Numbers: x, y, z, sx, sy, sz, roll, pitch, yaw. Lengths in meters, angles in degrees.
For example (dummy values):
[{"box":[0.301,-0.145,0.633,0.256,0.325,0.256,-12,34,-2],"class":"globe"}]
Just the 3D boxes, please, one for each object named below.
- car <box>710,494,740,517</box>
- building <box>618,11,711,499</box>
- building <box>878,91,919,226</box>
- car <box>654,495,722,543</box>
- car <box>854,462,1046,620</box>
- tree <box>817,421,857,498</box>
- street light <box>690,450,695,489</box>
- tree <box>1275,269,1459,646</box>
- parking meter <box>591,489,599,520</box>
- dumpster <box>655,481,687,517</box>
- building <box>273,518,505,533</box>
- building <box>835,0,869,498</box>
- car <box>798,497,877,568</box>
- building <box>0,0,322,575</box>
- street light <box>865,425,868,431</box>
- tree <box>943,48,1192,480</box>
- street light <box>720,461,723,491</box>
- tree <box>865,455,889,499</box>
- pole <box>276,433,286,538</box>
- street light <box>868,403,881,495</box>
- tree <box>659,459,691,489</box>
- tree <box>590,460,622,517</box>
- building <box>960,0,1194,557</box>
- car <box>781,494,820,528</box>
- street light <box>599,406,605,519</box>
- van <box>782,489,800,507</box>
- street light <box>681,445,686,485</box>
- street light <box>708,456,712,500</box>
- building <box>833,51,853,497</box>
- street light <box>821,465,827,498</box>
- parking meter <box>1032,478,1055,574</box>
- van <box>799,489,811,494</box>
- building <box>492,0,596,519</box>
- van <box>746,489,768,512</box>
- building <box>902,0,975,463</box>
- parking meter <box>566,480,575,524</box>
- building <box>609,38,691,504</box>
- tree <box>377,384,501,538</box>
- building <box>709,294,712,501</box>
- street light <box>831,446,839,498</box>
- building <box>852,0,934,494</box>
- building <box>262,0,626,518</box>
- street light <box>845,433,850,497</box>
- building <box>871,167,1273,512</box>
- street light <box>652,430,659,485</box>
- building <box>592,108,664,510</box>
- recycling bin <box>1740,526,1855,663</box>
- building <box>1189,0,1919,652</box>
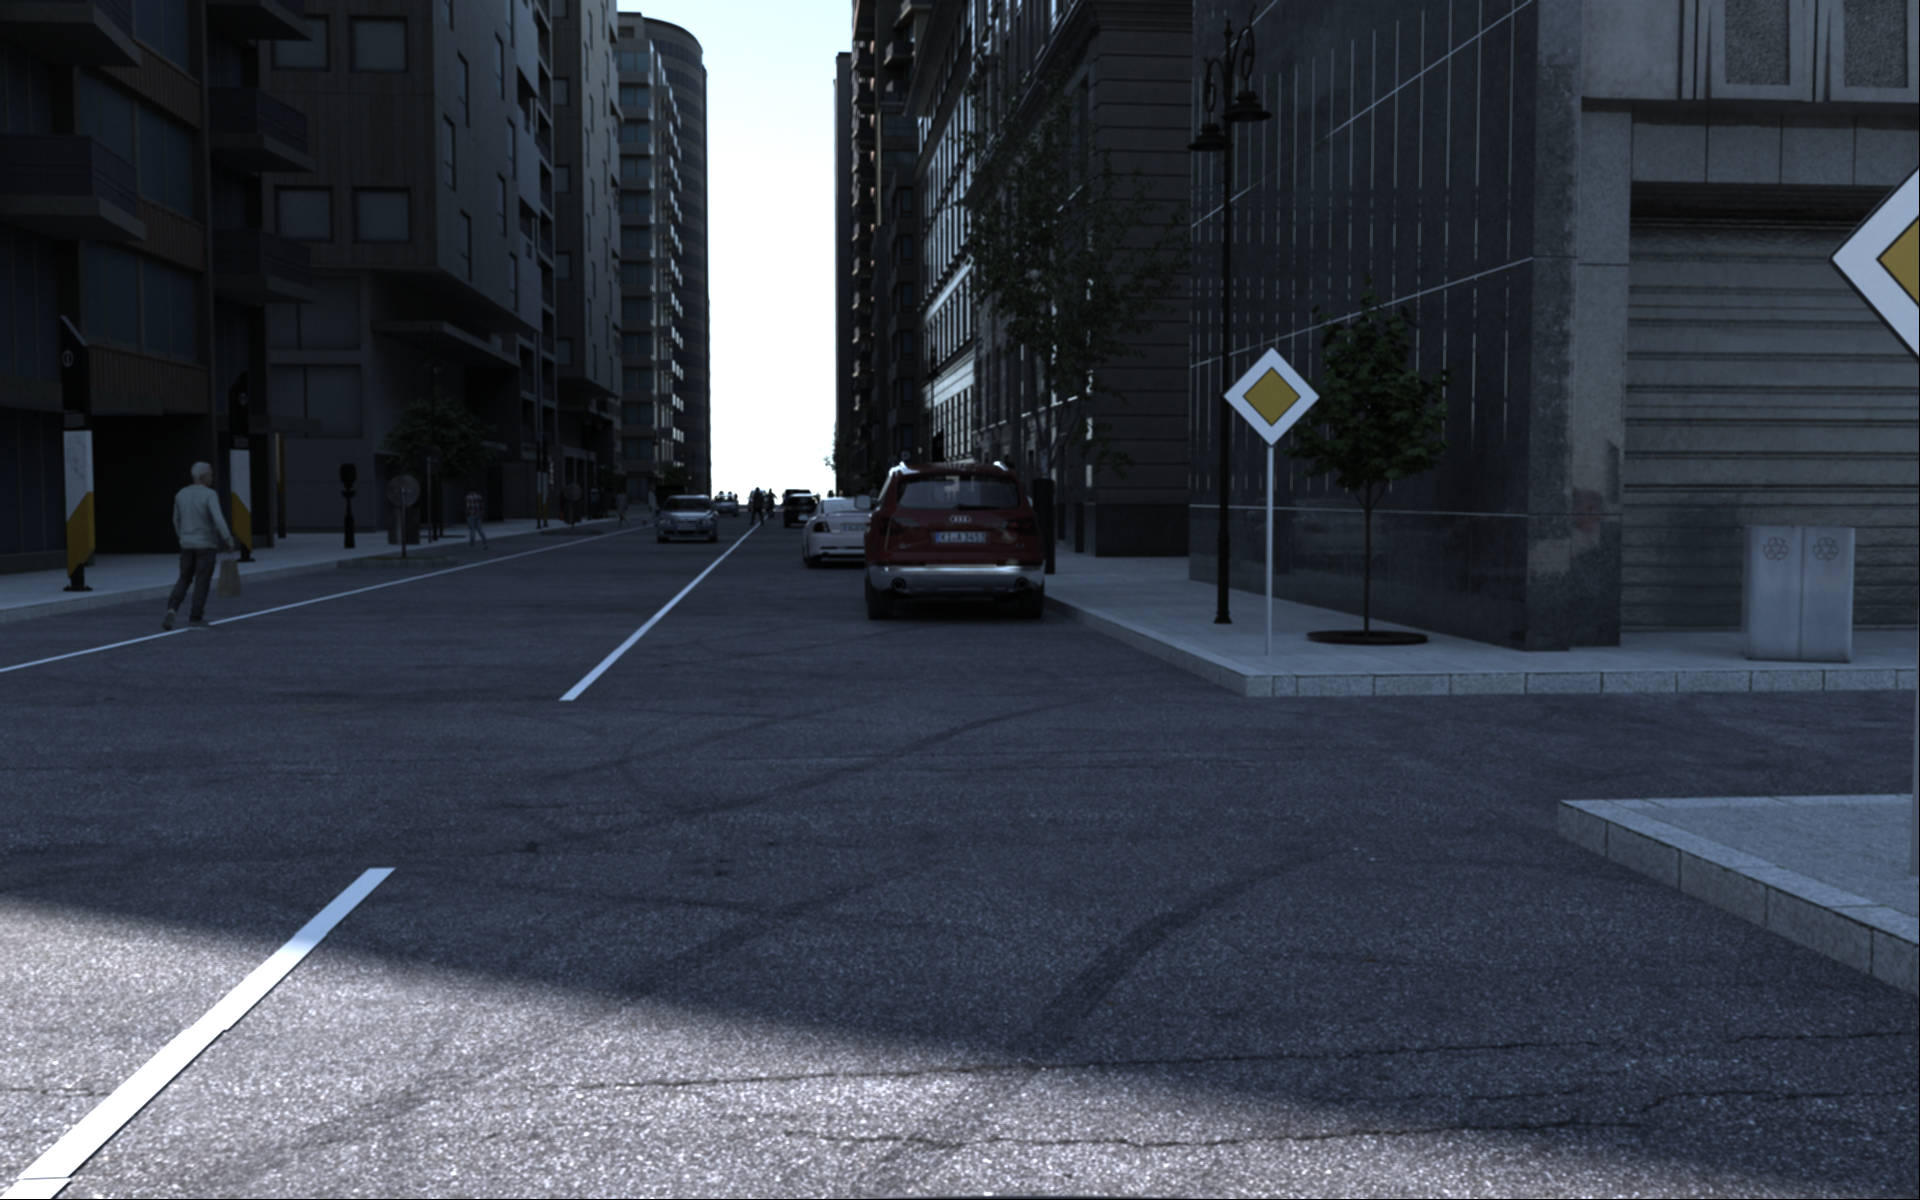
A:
[{"box":[-14.983,-6.008,110.236,2.014,1.417,4.499,0,4,-5],"class":"car"},{"box":[-42.305,-41.122,214.348,21.231,58.520,28.212,0,4,-6],"class":"building"},{"box":[0.873,-21.816,128.390,14.160,30.474,14.107,0,4,-6],"class":"building"},{"box":[-8.200,-2.463,52.269,2.014,1.417,4.499,0,4,-7],"class":"car"},{"box":[-0.157,-0.777,21.370,2.281,1.827,5.304,0,4,-4],"class":"car"},{"box":[-11.957,-13.499,171.075,4.360,8.622,3.978,0,3,0],"class":"tree"},{"box":[-26.626,-12.244,172.980,0.468,5.910,1.993,0,4,-6],"class":"street light"},{"box":[3.426,-1.251,15.060,1.663,3.219,1.824,0,3,0],"class":"tree"},{"box":[-18.337,-4.807,87.002,0.372,1.533,0.369,0,3,0],"class":"parking meter"},{"box":[-18.177,-6.352,108.814,1.985,2.255,1.502,0,4,-5],"class":"dumpster"},{"box":[-31.457,-29.186,66.433,28.713,52.752,27.495,0,4,-6],"class":"building"},{"box":[-4.641,-47.125,208.750,20.563,71.187,20.611,0,4,-6],"class":"building"},{"box":[-2.215,-1.386,35.020,2.083,1.381,4.827,0,4,-7],"class":"car"},{"box":[-25.226,-23.020,30.998,22.147,44.769,28.867,0,4,-6],"class":"building"},{"box":[-4.860,-7.364,93.186,0.468,5.910,1.993,0,4,-6],"class":"street light"},{"box":[1.621,-4.816,29.102,4.737,8.622,4.395,0,3,0],"class":"tree"},{"box":[-33.548,-16.568,243.678,0.468,5.910,1.993,0,4,-6],"class":"street light"},{"box":[-4.124,-5.533,85.065,1.663,3.219,1.824,0,3,0],"class":"tree"},{"box":[-19.712,-3.451,50.259,0.158,3.312,0.155,0,3,0],"class":"pole"},{"box":[-4.249,-7.025,87.649,0.468,5.910,1.993,0,4,-6],"class":"street light"},{"box":[-26.944,-10.995,163.489,4.285,4.588,4.351,0,3,0],"class":"tree"},{"box":[-19.925,-6.296,97.539,1.663,3.219,1.824,0,3,0],"class":"tree"},{"box":[7.186,-15.267,46.875,12.463,27.353,25.104,0,4,-6],"class":"building"},{"box":[-6.770,-3.996,75.124,2.009,1.686,4.222,0,4,-6],"class":"car"},{"box":[-18.467,-7.094,88.774,0.468,5.910,1.993,0,4,-6],"class":"street light"},{"box":[-19.407,-11.952,199.804,2.240,2.365,5.245,0,4,-7],"class":"van"},{"box":[-25.385,-11.412,159.366,0.468,5.910,1.993,0,4,-6],"class":"street light"},{"box":[-30.030,-14.395,208.146,0.468,5.910,1.993,0,4,-6],"class":"street light"},{"box":[-6.416,-42.302,233.644,21.231,58.520,28.212,0,4,-6],"class":"building"},{"box":[-16.356,-14.608,211.631,0.468,5.910,1.993,0,4,-6],"class":"street light"},{"box":[1.340,-1.185,27.793,0.372,1.533,0.369,0,3,0],"class":"parking meter"},{"box":[-19.829,-13.154,219.452,2.240,2.365,5.245,0,4,-6],"class":"van"},{"box":[-31.242,-40.161,94.878,20.563,71.187,20.611,0,4,-6],"class":"building"},{"box":[-16.416,-8.194,140.979,2.013,2.044,4.112,0,4,-5],"class":"van"},{"box":[6.506,-14.760,74.603,16.112,22.955,30.059,0,4,-6],"class":"building"},{"box":[-16.529,-4.144,73.472,0.255,1.863,0.399,-2,4,-34],"class":"parking meter"},{"box":[-41.465,-34.581,185.000,23.786,49.044,30.456,0,4,-6],"class":"building"},{"box":[-15.543,-4.147,51.518,4.285,4.588,4.351,0,3,0],"class":"tree"},{"box":[-41.376,-28.429,236.514,14.160,30.474,14.107,0,4,-6],"class":"building"},{"box":[-12.904,-12.475,176.751,0.468,5.910,1.993,0,4,-6],"class":"street light"},{"box":[2.012,-30.275,149.612,22.147,44.769,28.867,0,4,-6],"class":"building"},{"box":[-38.282,-32.473,120.180,28.713,52.752,27.495,0,4,-6],"class":"building"},{"box":[-8.318,-9.530,128.606,0.468,5.910,1.993,0,4,-6],"class":"street light"},{"box":[8.982,-16.053,107.506,27.650,21.520,28.899,0,4,-6],"class":"building"},{"box":[-21.842,-9.273,124.406,0.468,5.910,1.993,0,4,-6],"class":"street light"},{"box":[-41.855,-27.794,146.313,32.217,40.220,23.993,0,4,-6],"class":"building"},{"box":[6.527,-0.059,13.523,0.722,1.027,0.722,1,4,20],"class":"recycling bin"},{"box":[13.909,-12.370,20.265,19.932,24.808,12.078,0,4,-6],"class":"building"}]
